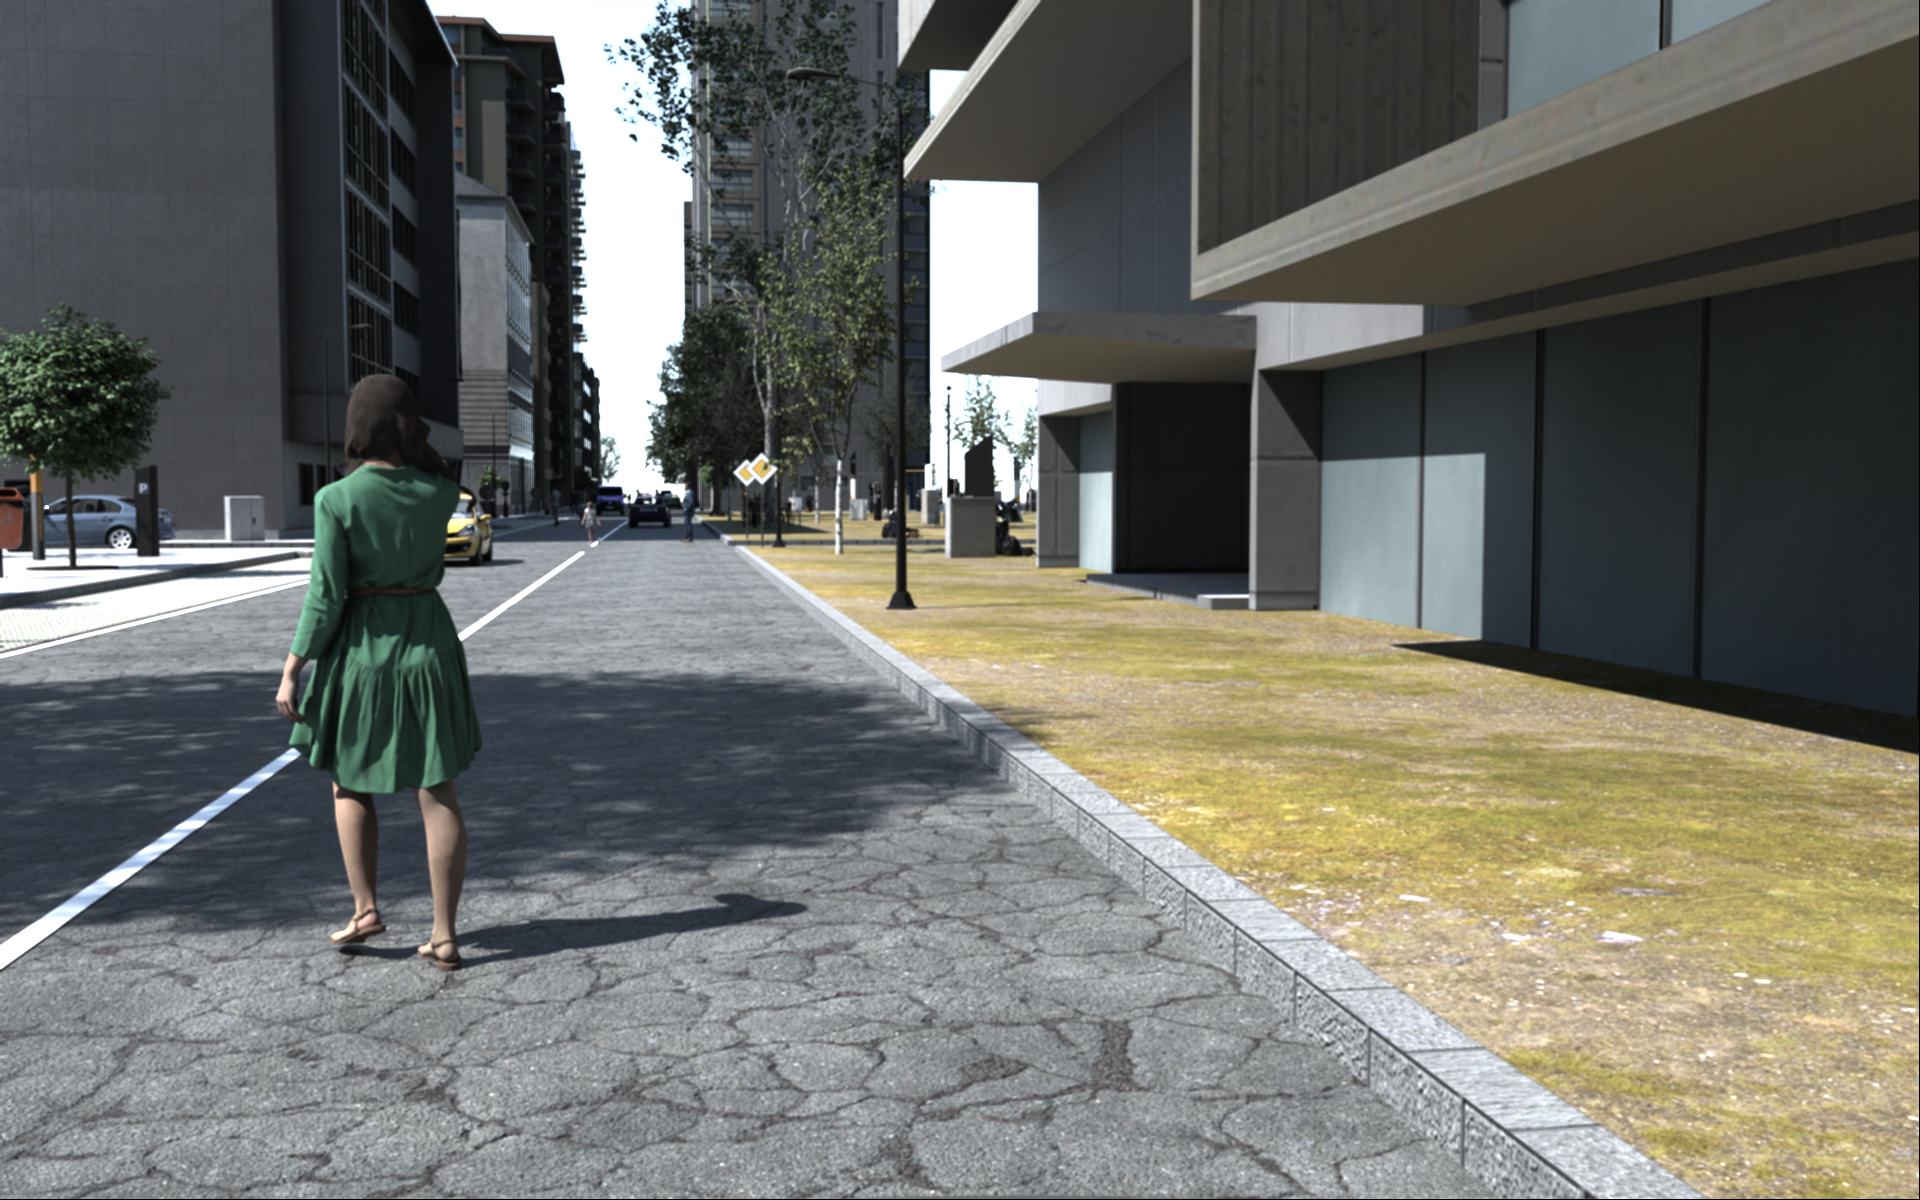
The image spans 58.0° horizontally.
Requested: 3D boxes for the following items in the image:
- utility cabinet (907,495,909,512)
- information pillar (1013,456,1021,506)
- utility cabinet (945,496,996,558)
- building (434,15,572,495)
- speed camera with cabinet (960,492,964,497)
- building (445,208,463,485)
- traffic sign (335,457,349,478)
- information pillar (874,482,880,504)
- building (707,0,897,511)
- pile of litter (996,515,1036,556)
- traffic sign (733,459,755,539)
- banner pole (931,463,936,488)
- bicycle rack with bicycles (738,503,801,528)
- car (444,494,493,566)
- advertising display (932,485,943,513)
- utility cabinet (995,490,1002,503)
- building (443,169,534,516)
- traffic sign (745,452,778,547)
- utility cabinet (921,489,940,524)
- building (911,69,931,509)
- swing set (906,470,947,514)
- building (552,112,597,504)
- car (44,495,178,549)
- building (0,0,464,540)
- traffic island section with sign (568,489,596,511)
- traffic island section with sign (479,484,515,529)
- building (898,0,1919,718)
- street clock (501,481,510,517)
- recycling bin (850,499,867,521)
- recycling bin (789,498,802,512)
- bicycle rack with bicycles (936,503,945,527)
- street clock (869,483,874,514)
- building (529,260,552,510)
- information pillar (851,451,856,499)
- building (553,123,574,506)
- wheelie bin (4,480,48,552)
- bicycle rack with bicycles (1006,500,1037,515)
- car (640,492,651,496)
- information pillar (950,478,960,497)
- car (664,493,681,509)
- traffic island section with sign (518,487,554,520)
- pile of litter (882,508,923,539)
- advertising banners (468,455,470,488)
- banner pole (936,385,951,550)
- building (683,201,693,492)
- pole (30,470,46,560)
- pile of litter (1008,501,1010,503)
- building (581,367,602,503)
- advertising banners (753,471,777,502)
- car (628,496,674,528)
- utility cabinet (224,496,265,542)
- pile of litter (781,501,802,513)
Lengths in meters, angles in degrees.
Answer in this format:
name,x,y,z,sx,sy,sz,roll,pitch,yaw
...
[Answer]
name,x,y,z,sx,sy,sz,roll,pitch,yaw
utility cabinet,-3.776,-6.849,123.149,0.306,1.237,1.020,0,4,-6
information pillar,3.482,-7.032,106.320,0.504,3.616,0.183,-2,4,-32
utility cabinet,0.209,-1.457,34.976,1.020,1.237,0.306,-2,4,-25
building,-48.322,-31.031,161.985,22.147,44.769,28.867,-1,4,-10
speed camera with cabinet,0.360,-7.209,112.197,2.038,3.252,0.660,-1,4,-22
building,-33.355,-13.300,84.902,16.820,18.784,16.811,-1,4,-10
traffic sign,-14.020,-2.227,40.048,0.795,2.450,0.064,-1,4,-10
information pillar,-5.242,-6.437,109.733,0.304,2.012,0.304,3,4,38
building,-12.615,-27.647,135.623,14.154,41.232,14.086,-1,4,-10
pile of litter,0.933,-1.376,36.462,1.176,0.858,1.719,-3,4,-37
traffic sign,-6.087,-2.803,49.464,0.795,2.450,0.064,-1,4,-10
banner pole,-1.760,-8.065,121.882,0.401,3.779,0.863,-3,5,-40
bicycle rack with bicycles,-7.441,-3.280,67.005,2.852,0.926,2.925,1,4,10
car,-10.615,-1.551,35.587,2.015,1.641,3.980,-1,4,-10
advertising display,-1.532,-6.889,117.853,0.123,1.923,0.974,-3,5,-42
utility cabinet,1.816,-5.365,96.403,1.173,1.500,0.318,-3,5,-41
building,-32.407,-15.887,108.902,9.793,20.994,18.267,-1,4,-10
traffic sign,-4.754,-2.321,41.590,0.795,2.450,0.064,-1,4,-10
utility cabinet,-1.241,-3.973,73.644,0.318,1.500,1.173,2,4,26
building,-13.366,-37.613,156.966,21.231,58.520,28.212,-1,4,-10
swing set,-2.344,-7.162,114.714,3.119,2.851,2.862,0,4,-5
building,-58.260,-36.553,217.243,23.786,49.044,30.456,-1,4,-10
car,-22.194,-1.934,43.623,4.499,1.417,2.014,-1,4,-8
building,-26.749,-14.819,61.363,14.314,24.678,30.058,-1,4,-10
traffic island section with sign,-32.054,-8.422,146.331,1.989,1.847,2.006,-1,4,-10
traffic island section with sign,-19.222,-3.788,70.561,1.989,1.847,2.006,-1,4,-10
building,14.293,-26.250,18.431,28.713,52.752,27.495,-1,4,-10
street clock,-25.289,-5.614,96.363,0.471,2.002,0.358,3,4,38
recycling bin,-4.920,-4.371,84.013,0.722,1.027,0.722,1,4,9
recycling bin,-11.795,-6.818,124.033,0.722,1.027,0.722,1,4,20
bicycle rack with bicycles,0.113,-3.392,68.845,2.852,0.926,2.925,0,4,-3
street clock,-5.810,-6.681,113.803,0.358,2.002,0.471,1,4,13
building,-46.687,-17.649,133.594,27.650,21.520,28.899,-1,4,-10
information pillar,-5.794,-6.293,94.252,0.183,3.616,0.504,-2,4,-32
building,-48.929,-30.634,184.464,14.154,41.232,14.086,-1,4,-10
wheelie bin,-20.737,-1.862,38.346,0.980,1.594,0.693,-2,4,-27
bicycle rack with bicycles,3.320,-5.794,108.119,2.852,0.926,2.925,-2,4,-35
car,-50.418,-16.409,276.963,2.281,1.827,5.304,-1,4,-11
information pillar,-0.280,-4.625,80.110,0.304,2.012,0.304,2,4,35
car,-28.099,-9.770,168.539,1.959,1.807,4.718,-1,4,-11
traffic island section with sign,-23.708,-5.414,97.141,1.989,1.847,2.006,-1,4,-10
pile of litter,-1.625,-2.234,50.497,1.176,0.858,1.719,3,4,38
advertising banners,-21.739,-4.926,76.725,0.090,3.025,2.074,-1,4,-16
banner pole,-0.272,-3.065,40.135,0.401,3.779,0.863,0,4,-3
building,-31.788,-34.298,244.359,14.154,41.232,14.086,-1,4,-10
pole,-17.848,-2.424,33.469,0.158,3.312,0.155,0,3,0
pile of litter,3.227,-6.462,119.623,1.176,0.858,1.719,1,4,16
building,-65.885,-24.600,247.242,27.650,21.520,28.899,-1,4,-10
advertising banners,-13.667,-7.733,122.620,2.074,3.025,0.090,1,4,18
car,-13.422,-3.824,75.106,1.945,1.354,3.894,0,4,-8
utility cabinet,-19.437,-2.197,47.078,0.306,1.237,1.020,2,4,34
pile of litter,-11.456,-6.314,117.195,1.719,0.858,1.176,-1,4,-14
